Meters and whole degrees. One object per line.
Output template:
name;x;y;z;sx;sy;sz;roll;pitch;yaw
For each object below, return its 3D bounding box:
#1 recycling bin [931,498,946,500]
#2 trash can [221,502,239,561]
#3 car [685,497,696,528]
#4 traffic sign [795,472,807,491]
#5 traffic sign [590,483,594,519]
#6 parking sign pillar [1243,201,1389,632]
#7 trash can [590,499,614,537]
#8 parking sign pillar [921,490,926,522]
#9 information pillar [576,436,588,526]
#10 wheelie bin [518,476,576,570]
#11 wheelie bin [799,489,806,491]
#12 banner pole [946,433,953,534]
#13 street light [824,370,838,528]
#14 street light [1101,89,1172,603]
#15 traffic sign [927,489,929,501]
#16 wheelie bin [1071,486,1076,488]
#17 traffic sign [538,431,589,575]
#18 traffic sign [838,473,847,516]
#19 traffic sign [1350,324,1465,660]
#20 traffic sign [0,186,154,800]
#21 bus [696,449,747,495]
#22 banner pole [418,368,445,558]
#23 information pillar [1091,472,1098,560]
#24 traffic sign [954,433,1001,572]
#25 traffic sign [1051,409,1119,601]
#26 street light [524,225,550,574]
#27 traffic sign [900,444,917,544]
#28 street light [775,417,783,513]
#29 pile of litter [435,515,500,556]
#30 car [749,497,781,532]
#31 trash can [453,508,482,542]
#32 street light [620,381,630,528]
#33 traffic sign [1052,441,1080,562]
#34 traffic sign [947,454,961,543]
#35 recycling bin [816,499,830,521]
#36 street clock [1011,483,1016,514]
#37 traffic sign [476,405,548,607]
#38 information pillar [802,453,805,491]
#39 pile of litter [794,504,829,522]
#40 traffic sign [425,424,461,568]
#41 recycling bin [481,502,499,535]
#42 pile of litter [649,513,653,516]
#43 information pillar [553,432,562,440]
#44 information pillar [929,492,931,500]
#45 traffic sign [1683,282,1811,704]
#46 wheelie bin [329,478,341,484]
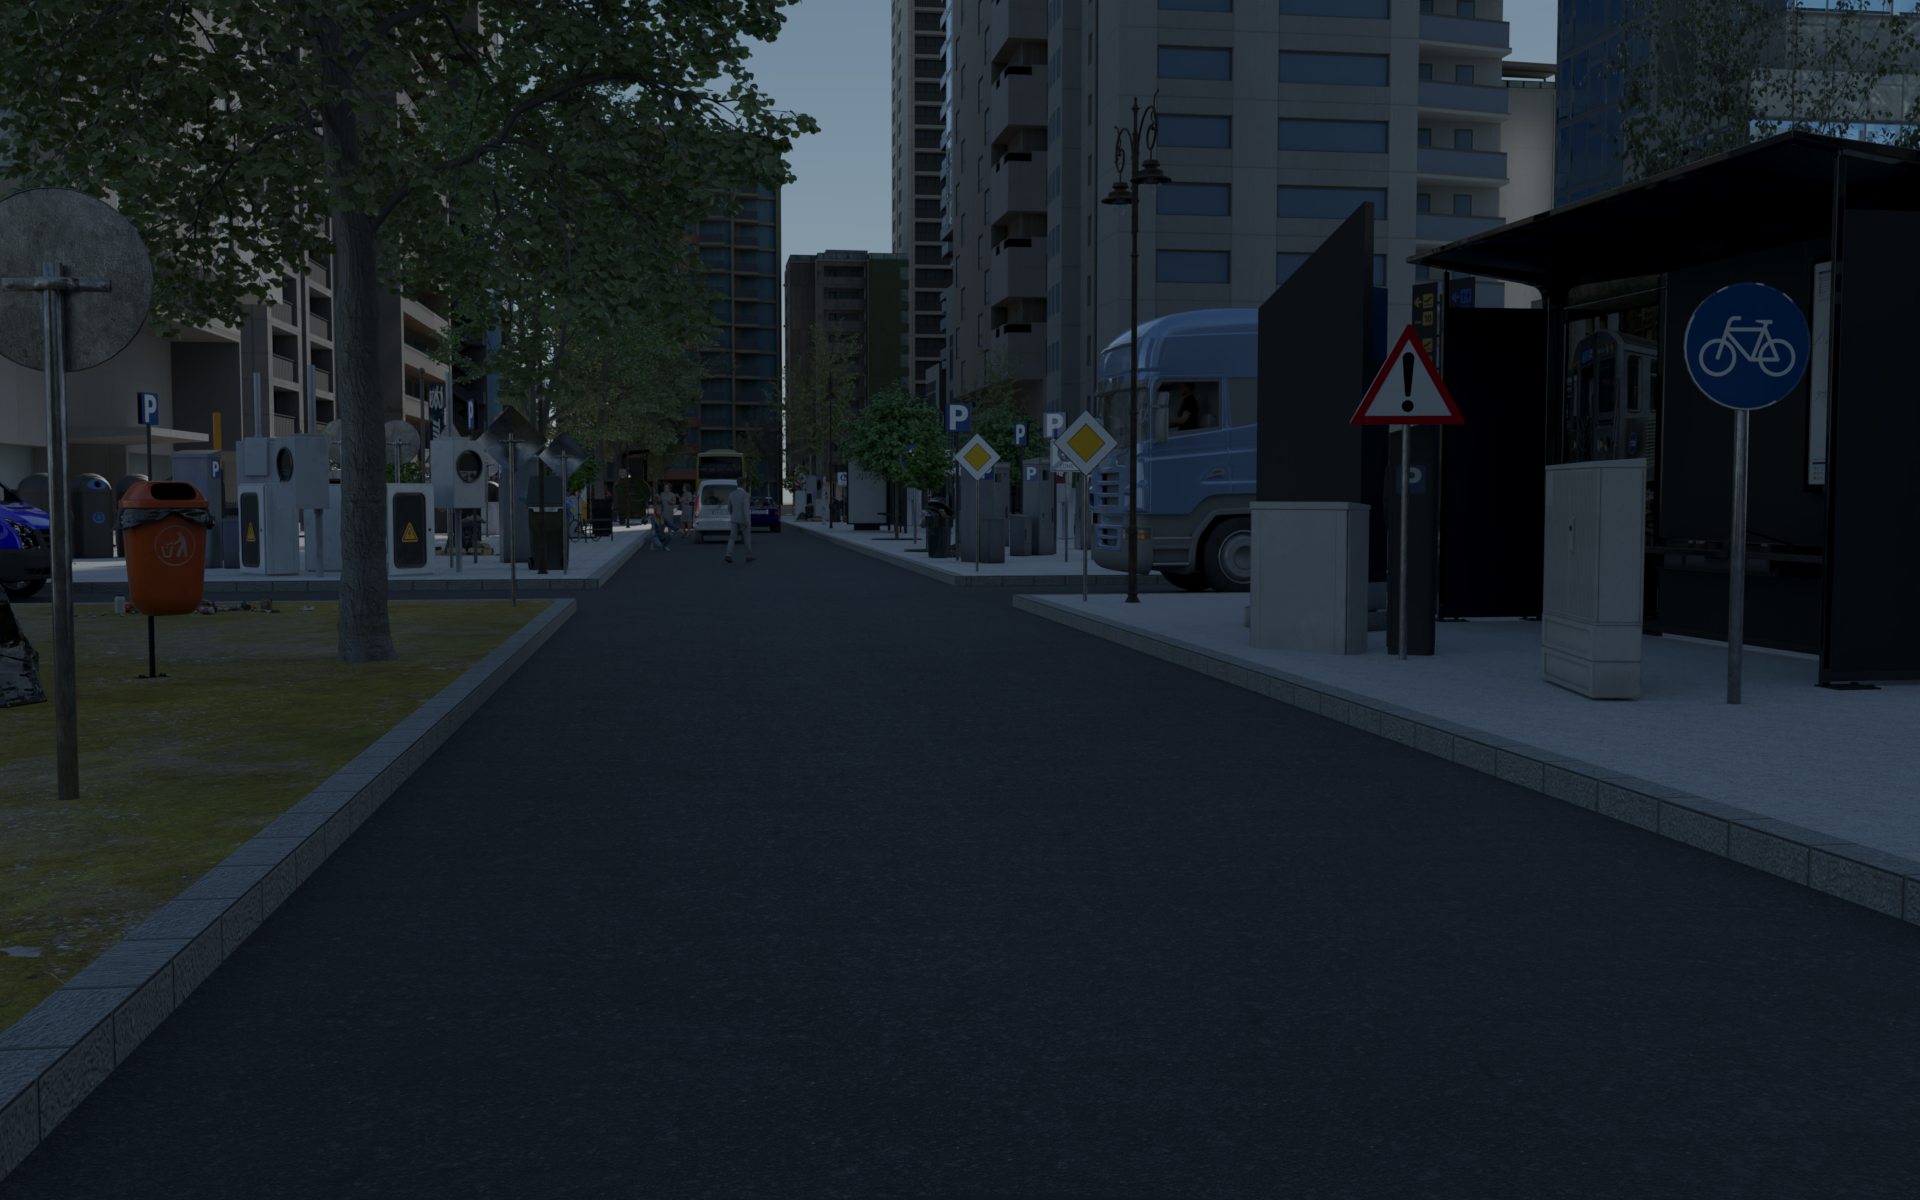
recycling bin;-1.300;-5.404;100.905;0.722;1.027;0.722;2;4;33
trash can;-13.342;-1.245;32.017;0.748;1.137;0.748;0;3;0
car;-10.979;-3.785;74.468;1.945;1.354;3.894;-1;4;-10
traffic sign;-8.760;-5.855;95.827;0.768;2.556;0.104;-1;4;-8
traffic sign;-15.712;-4.378;73.708;0.606;2.300;0.079;0;4;-6
parking sign pillar;3.477;-1.723;16.649;1.447;3.967;1.447;-3;4;-38
trash can;-10.801;-2.483;52.251;0.748;1.137;0.748;0;3;0
parking sign pillar;-1.975;-5.119;72.164;1.447;3.967;1.447;-3;4;-38
information pillar;-15.356;-4.823;70.213;0.183;3.616;0.504;3;5;41
wheelie bin;-7.003;-1.316;29.424;0.980;1.594;0.693;0;4;-2
wheelie bin;-8.900;-5.611;99.654;0.980;1.594;0.693;1;4;15
banner pole;-0.649;-4.034;55.980;0.863;3.779;0.401;-1;4;-10
street light;-4.819;-5.614;64.572;0.468;5.910;1.993;-1;4;-9
street light;2.043;-2.907;20.324;0.468;5.910;1.993;-1;4;-9
traffic sign;-1.159;-3.680;62.291;0.606;2.300;0.079;0;4;-3
wheelie bin;4.629;-3.828;70.491;0.980;1.594;0.693;2;4;25
traffic sign;-6.290;-1.462;27.552;0.795;2.450;0.064;-1;4;-9
traffic sign;-5.468;-4.868;81.727;0.606;2.300;0.079;0;4;-2
traffic sign;3.427;-0.815;13.334;0.884;2.594;0.081;0;4;-1
traffic sign;-3.753;-0.435;7.213;0.768;2.556;0.104;0;4;-8
bus;-13.057;-6.312;94.748;2.896;3.916;12.252;0;4;-8
banner pole;-10.552;-2.726;34.591;0.401;3.779;0.863;2;4;26
information pillar;2.730;-1.796;33.860;0.304;2.012;0.304;1;4;11
traffic sign;0.281;-1.523;28.537;0.795;2.450;0.064;-1;4;-9
traffic sign;1.493;-1.040;20.644;0.795;2.450;0.064;-1;4;-9
street light;-6.705;-3.356;27.663;0.468;5.910;1.993;-1;4;-9
traffic sign;-1.148;-2.709;44.405;0.768;2.556;0.104;0;4;-1
street light;-10.676;-7.933;102.494;0.468;5.910;1.993;-1;4;-9
pile of litter;-10.304;-1.367;36.317;1.719;0.858;1.176;1;4;19
car;-7.762;-3.261;65.903;1.945;1.354;3.894;-1;4;-10
trash can;-11.083;-1.671;38.977;0.748;1.137;0.748;0;3;0
street light;-12.522;-5.650;65.167;0.468;5.910;1.993;-1;4;-9
traffic sign;2.004;-1.862;32.578;0.606;2.300;0.079;0;4;0
traffic sign;-0.087;-2.331;40.241;0.606;2.300;0.079;0;4;-6
recycling bin;-6.454;-4.286;82.630;0.722;1.027;0.722;1;4;9
street clock;3.016;-5.708;97.890;0.358;2.002;0.471;0;4;6
traffic sign;-5.078;-0.980;19.659;0.795;2.450;0.064;-1;4;-9
information pillar;-8.909;-6.554;98.509;0.183;3.616;0.504;-1;4;-11
pile of litter;-6.859;-4.057;80.296;1.719;0.858;1.176;-1;4;-9
traffic sign;-8.842;-1.838;30.060;0.884;2.594;0.081;0;4;1
recycling bin;-14.864;-2.576;54.676;0.722;1.027;0.722;1;4;10
pile of litter;-18.495;-5.352;101.478;1.176;0.858;1.719;0;4;2
information pillar;-14.429;-4.337;62.265;0.183;3.616;0.504;2;4;28
information pillar;-1.397;-4.314;75.030;0.304;2.012;0.304;0;4;4
traffic sign;4.737;-0.637;10.522;0.768;2.556;0.104;0;4;-1
wheelie bin;-12.463;-1.650;34.884;0.980;1.594;0.693;-3;4;-38
